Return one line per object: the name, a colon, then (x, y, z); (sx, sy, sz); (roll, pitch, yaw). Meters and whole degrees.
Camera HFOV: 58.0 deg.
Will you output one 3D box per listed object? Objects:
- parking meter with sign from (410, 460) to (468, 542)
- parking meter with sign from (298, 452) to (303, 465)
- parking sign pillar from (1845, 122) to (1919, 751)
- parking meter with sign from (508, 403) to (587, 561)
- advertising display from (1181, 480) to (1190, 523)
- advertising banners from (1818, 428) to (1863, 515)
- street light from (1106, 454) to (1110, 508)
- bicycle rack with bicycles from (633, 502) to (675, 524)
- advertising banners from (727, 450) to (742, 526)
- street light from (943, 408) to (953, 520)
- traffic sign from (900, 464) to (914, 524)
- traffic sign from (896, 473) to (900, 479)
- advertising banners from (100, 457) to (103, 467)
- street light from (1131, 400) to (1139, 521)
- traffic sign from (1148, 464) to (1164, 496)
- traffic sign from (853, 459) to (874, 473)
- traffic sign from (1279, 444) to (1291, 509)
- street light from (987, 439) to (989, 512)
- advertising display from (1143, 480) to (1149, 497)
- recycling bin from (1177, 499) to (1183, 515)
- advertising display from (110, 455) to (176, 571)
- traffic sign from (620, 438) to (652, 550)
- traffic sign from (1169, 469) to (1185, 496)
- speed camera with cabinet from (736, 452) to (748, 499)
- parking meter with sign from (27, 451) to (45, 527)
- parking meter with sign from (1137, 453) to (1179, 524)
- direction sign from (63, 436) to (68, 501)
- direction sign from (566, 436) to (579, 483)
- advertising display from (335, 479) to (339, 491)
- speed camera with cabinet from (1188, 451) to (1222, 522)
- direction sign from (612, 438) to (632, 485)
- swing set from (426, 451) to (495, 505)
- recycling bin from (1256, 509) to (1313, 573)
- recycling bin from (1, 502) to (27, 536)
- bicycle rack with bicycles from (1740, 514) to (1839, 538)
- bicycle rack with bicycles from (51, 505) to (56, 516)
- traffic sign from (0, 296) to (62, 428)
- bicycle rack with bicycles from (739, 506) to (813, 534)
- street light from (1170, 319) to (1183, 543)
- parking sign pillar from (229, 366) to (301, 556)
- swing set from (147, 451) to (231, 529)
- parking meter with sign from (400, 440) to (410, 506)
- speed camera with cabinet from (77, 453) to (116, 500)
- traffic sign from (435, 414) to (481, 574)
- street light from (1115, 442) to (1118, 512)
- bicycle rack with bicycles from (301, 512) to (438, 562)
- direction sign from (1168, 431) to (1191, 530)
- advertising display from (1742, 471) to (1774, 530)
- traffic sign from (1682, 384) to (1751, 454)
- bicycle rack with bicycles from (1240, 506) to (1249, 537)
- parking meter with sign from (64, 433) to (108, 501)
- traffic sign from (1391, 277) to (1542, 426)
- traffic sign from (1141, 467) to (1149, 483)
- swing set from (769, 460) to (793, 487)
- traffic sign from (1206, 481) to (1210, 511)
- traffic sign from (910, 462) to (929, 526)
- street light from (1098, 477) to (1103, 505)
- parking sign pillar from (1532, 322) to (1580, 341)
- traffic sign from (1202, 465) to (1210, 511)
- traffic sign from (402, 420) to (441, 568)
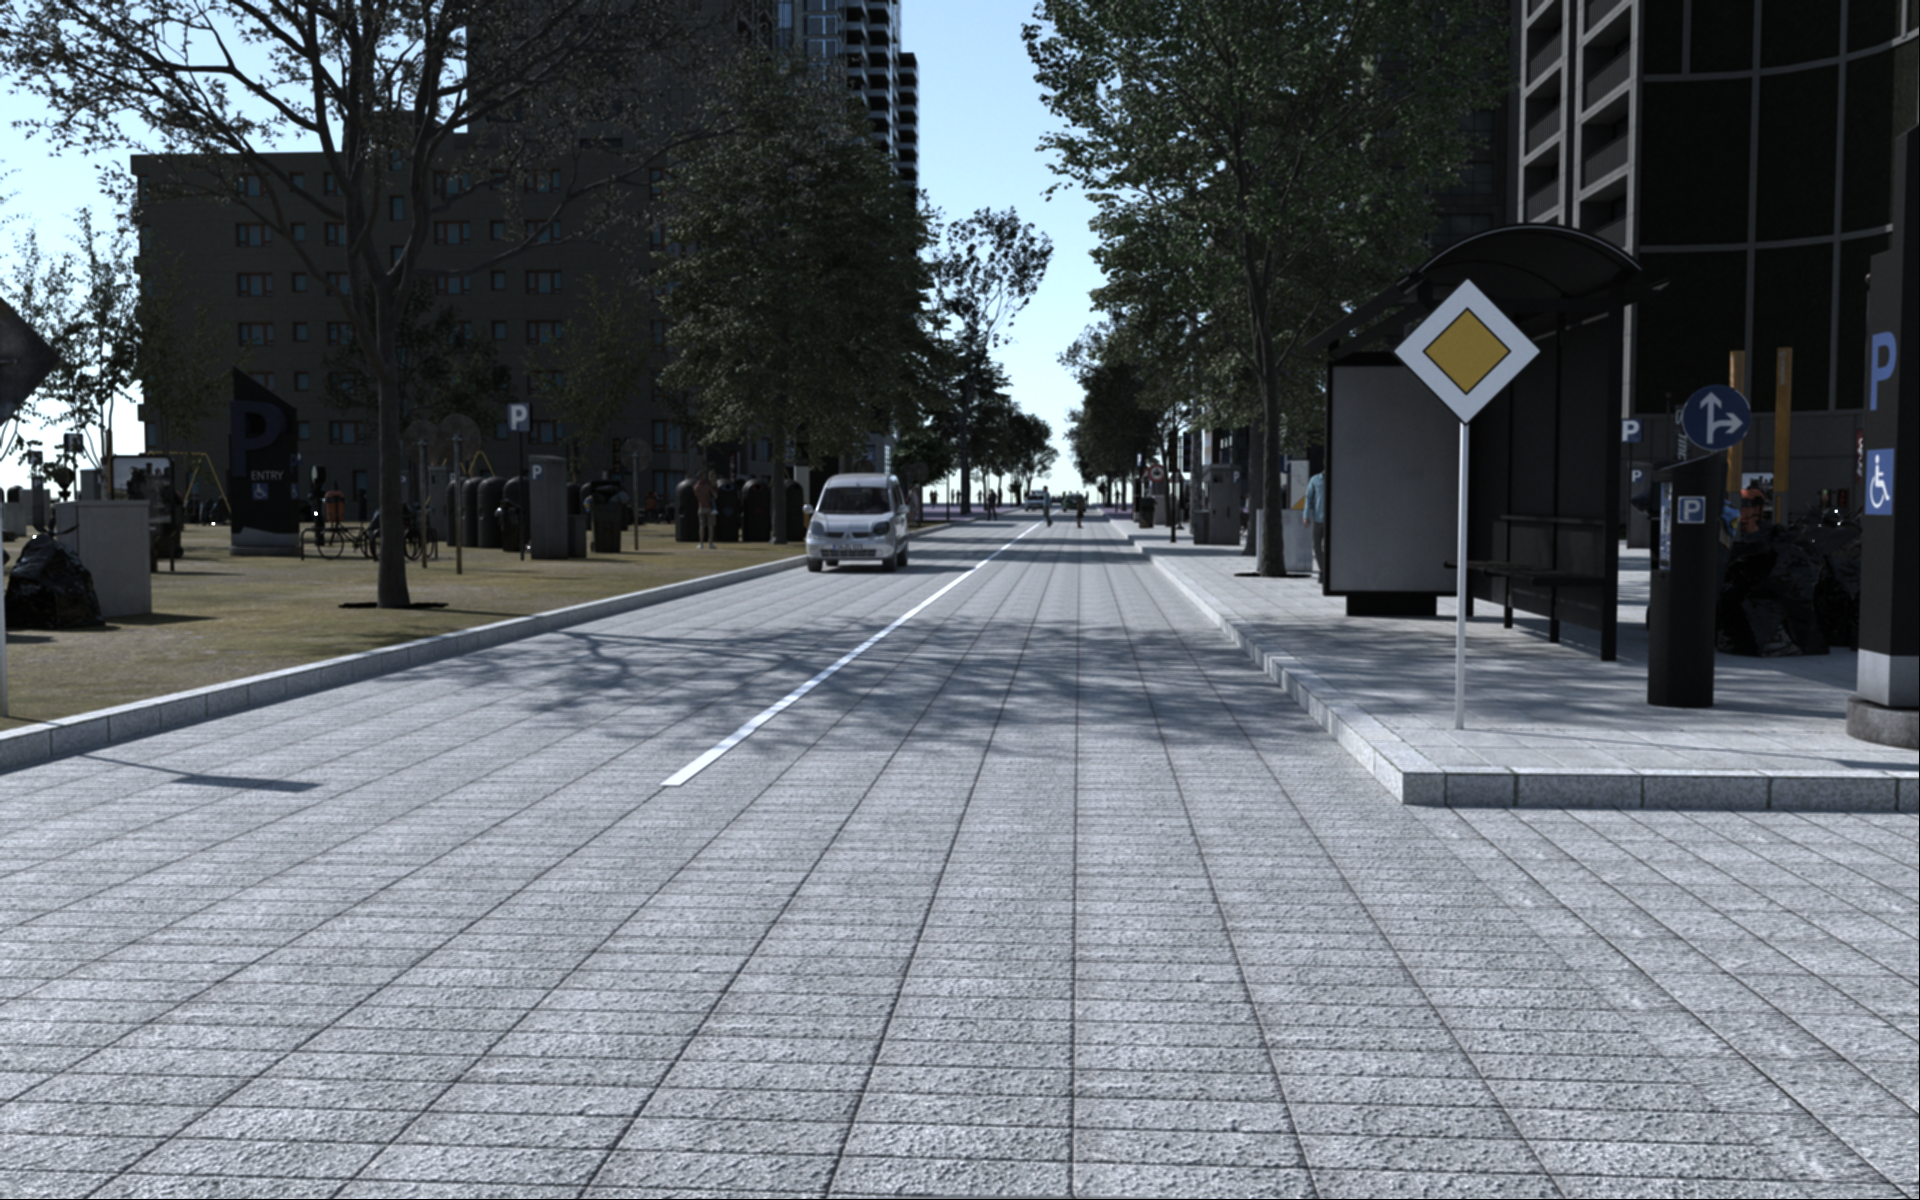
parking meter with sign: (-13.964, -3.095, 46.868); (1.738, 3.016, 0.543); (2, 4, 27)
parking meter with sign: (-27.977, -4.654, 72.349); (0.543, 3.016, 1.738); (-3, 4, -37)
parking sign pillar: (5.416, -1.249, 8.888); (1.447, 3.967, 1.447); (0, 4, 7)
parking meter with sign: (-8.071, -2.313, 34.087); (0.543, 3.016, 1.738); (2, 4, 27)
advertising display: (10.062, -4.399, 77.145); (0.123, 1.923, 0.974); (2, 4, 29)
advertising banners: (23.945, -3.106, 46.976); (0.090, 3.025, 2.074); (0, 4, -7)
street light: (13.622, -11.399, 159.168); (0.468, 5.910, 1.993); (0, 4, 4)
bicycle rack with bicycles: (-13.403, -3.878, 76.788); (2.852, 0.926, 2.925); (-2, 4, -30)
advertising banners: (-8.688, -4.498, 69.729); (0.090, 3.025, 2.074); (2, 4, 32)
street light: (-0.603, -6.982, 86.936); (0.468, 5.910, 1.993); (0, 4, 4)
traffic sign: (-2.192, -4.518, 73.967); (0.768, 2.556, 0.104); (0, 4, 5)
traffic sign: (-2.909, -5.051, 82.590); (0.884, 2.594, 0.081); (0, 4, 6)
advertising banners: (-39.742, -5.232, 81.726); (2.074, 3.025, 0.090); (1, 4, 20)
street light: (8.410, -6.796, 83.906); (0.468, 5.910, 1.993); (0, 4, 4)
traffic sign: (8.306, -4.462, 73.066); (0.768, 2.556, 0.104); (1, 4, 9)
traffic sign: (-3.464, -3.804, 62.293); (0.768, 2.556, 0.104); (0, 4, 5)
traffic sign: (8.349, -2.690, 44.093); (0.768, 2.556, 0.104); (1, 4, 12)
street light: (2.053, -9.331, 125.348); (0.468, 5.910, 1.993); (0, 4, 4)
advertising display: (9.029, -4.656, 81.332); (0.974, 1.923, 0.123); (3, 5, 45)
recycling bin: (10.551, -4.282, 82.558); (0.722, 1.027, 0.722); (0, 4, 3)
advertising display: (-13.514, -1.435, 28.673); (0.974, 1.923, 0.123); (0, 4, -7)
traffic sign: (-7.403, -2.413, 39.558); (0.768, 2.556, 0.104); (1, 4, 10)
traffic sign: (10.167, -4.971, 81.273); (0.884, 2.594, 0.081); (1, 4, 9)
speed camera with cabinet: (-11.034, -5.325, 81.397); (2.038, 3.252, 0.660); (-1, 4, -19)
parking meter with sign: (-36.830, -4.454, 69.091); (0.543, 3.016, 1.738); (-2, 4, -29)
parking meter with sign: (8.549, -4.792, 74.611); (1.738, 3.016, 0.543); (-1, 4, -13)
direction sign: (-34.692, -4.600, 67.206); (0.379, 3.537, 0.876); (-2, 4, -31)
direction sign: (-15.038, -4.643, 67.908); (0.379, 3.537, 0.876); (0, 4, 0)
advertising display: (-27.442, -4.349, 76.320); (0.123, 1.923, 0.974); (-1, 4, -16)
speed camera with cabinet: (11.216, -5.174, 78.924); (2.038, 3.252, 0.660); (0, 4, 2)
direction sign: (-13.565, -4.749, 69.637); (0.876, 3.537, 0.379); (1, 4, 19)
swing set: (-17.612, -3.924, 61.774); (2.862, 2.851, 3.119); (0, 4, 4)
recycling bin: (5.388, -0.989, 28.723); (0.722, 1.027, 0.722); (3, 4, 36)
recycling bin: (-28.880, -2.446, 52.547); (0.722, 1.027, 0.722); (2, 4, 27)
bicycle rack with bicycles: (14.408, -1.081, 31.059); (2.852, 0.926, 2.925); (-1, 4, -9)
bicycle rack with bicycles: (-44.923, -4.432, 85.853); (2.925, 0.926, 2.852); (1, 4, 19)
traffic sign: (-5.531, -0.475, 9.950); (0.795, 2.593, 0.064); (0, 4, 4)
bicycle rack with bicycles: (-5.715, -2.497, 54.209); (2.925, 0.926, 2.852); (1, 4, 14)
street light: (5.653, -4.462, 45.738); (0.468, 5.910, 1.993); (0, 4, 4)
parking sign pillar: (-14.589, -2.925, 36.293); (1.447, 3.967, 1.447); (0, 4, 4)
swing set: (-29.226, -4.099, 64.639); (2.862, 2.851, 3.119); (1, 4, 16)
parking meter with sign: (-17.719, -3.576, 54.730); (0.543, 3.016, 1.738); (-2, 4, -29)
speed camera with cabinet: (-41.562, -5.463, 83.663); (2.038, 3.252, 0.660); (0, 4, -1)
traffic sign: (-8.019, -1.685, 27.661); (0.768, 2.556, 0.104); (1, 4, 10)
street light: (10.886, -9.033, 120.471); (0.468, 5.910, 1.993); (0, 4, 4)
bicycle rack with bicycles: (-11.376, -1.263, 34.027); (2.852, 0.926, 2.925); (2, 4, 24)
direction sign: (7.969, -4.324, 62.702); (0.876, 3.537, 0.379); (1, 4, 18)
advertising display: (22.659, -2.697, 49.315); (0.974, 1.923, 0.123); (2, 4, 32)
traffic sign: (8.805, -1.232, 20.251); (0.768, 2.556, 0.104); (0, 4, 8)
bicycle rack with bicycles: (9.029, -2.383, 52.345); (2.925, 0.926, 2.852); (0, 4, 2)
parking meter with sign: (-24.662, -3.244, 49.292); (1.738, 3.016, 0.543); (2, 4, 29)
traffic sign: (2.741, -0.438, 9.355); (0.795, 2.593, 0.064); (0, 4, 4)
traffic sign: (8.923, -5.060, 82.736); (0.884, 2.594, 0.081); (1, 4, 13)
swing set: (-7.482, -4.998, 79.336); (2.862, 2.851, 3.119); (-3, 5, -40)
traffic sign: (11.046, -4.712, 77.149); (0.768, 2.556, 0.104); (1, 4, 13)
traffic sign: (-1.614, -4.193, 68.657); (0.768, 2.556, 0.104); (1, 4, 12)
street light: (16.785, -14.149, 204.127); (0.468, 5.910, 1.993); (0, 4, 4)
parking sign pillar: (7.095, -1.985, 20.930); (1.447, 3.967, 1.447); (-1, 4, -19)
traffic sign: (10.703, -4.618, 75.614); (0.768, 2.556, 0.104); (0, 4, 5)
traffic sign: (-9.302, -1.829, 30.007); (0.768, 2.556, 0.104); (1, 4, 9)
